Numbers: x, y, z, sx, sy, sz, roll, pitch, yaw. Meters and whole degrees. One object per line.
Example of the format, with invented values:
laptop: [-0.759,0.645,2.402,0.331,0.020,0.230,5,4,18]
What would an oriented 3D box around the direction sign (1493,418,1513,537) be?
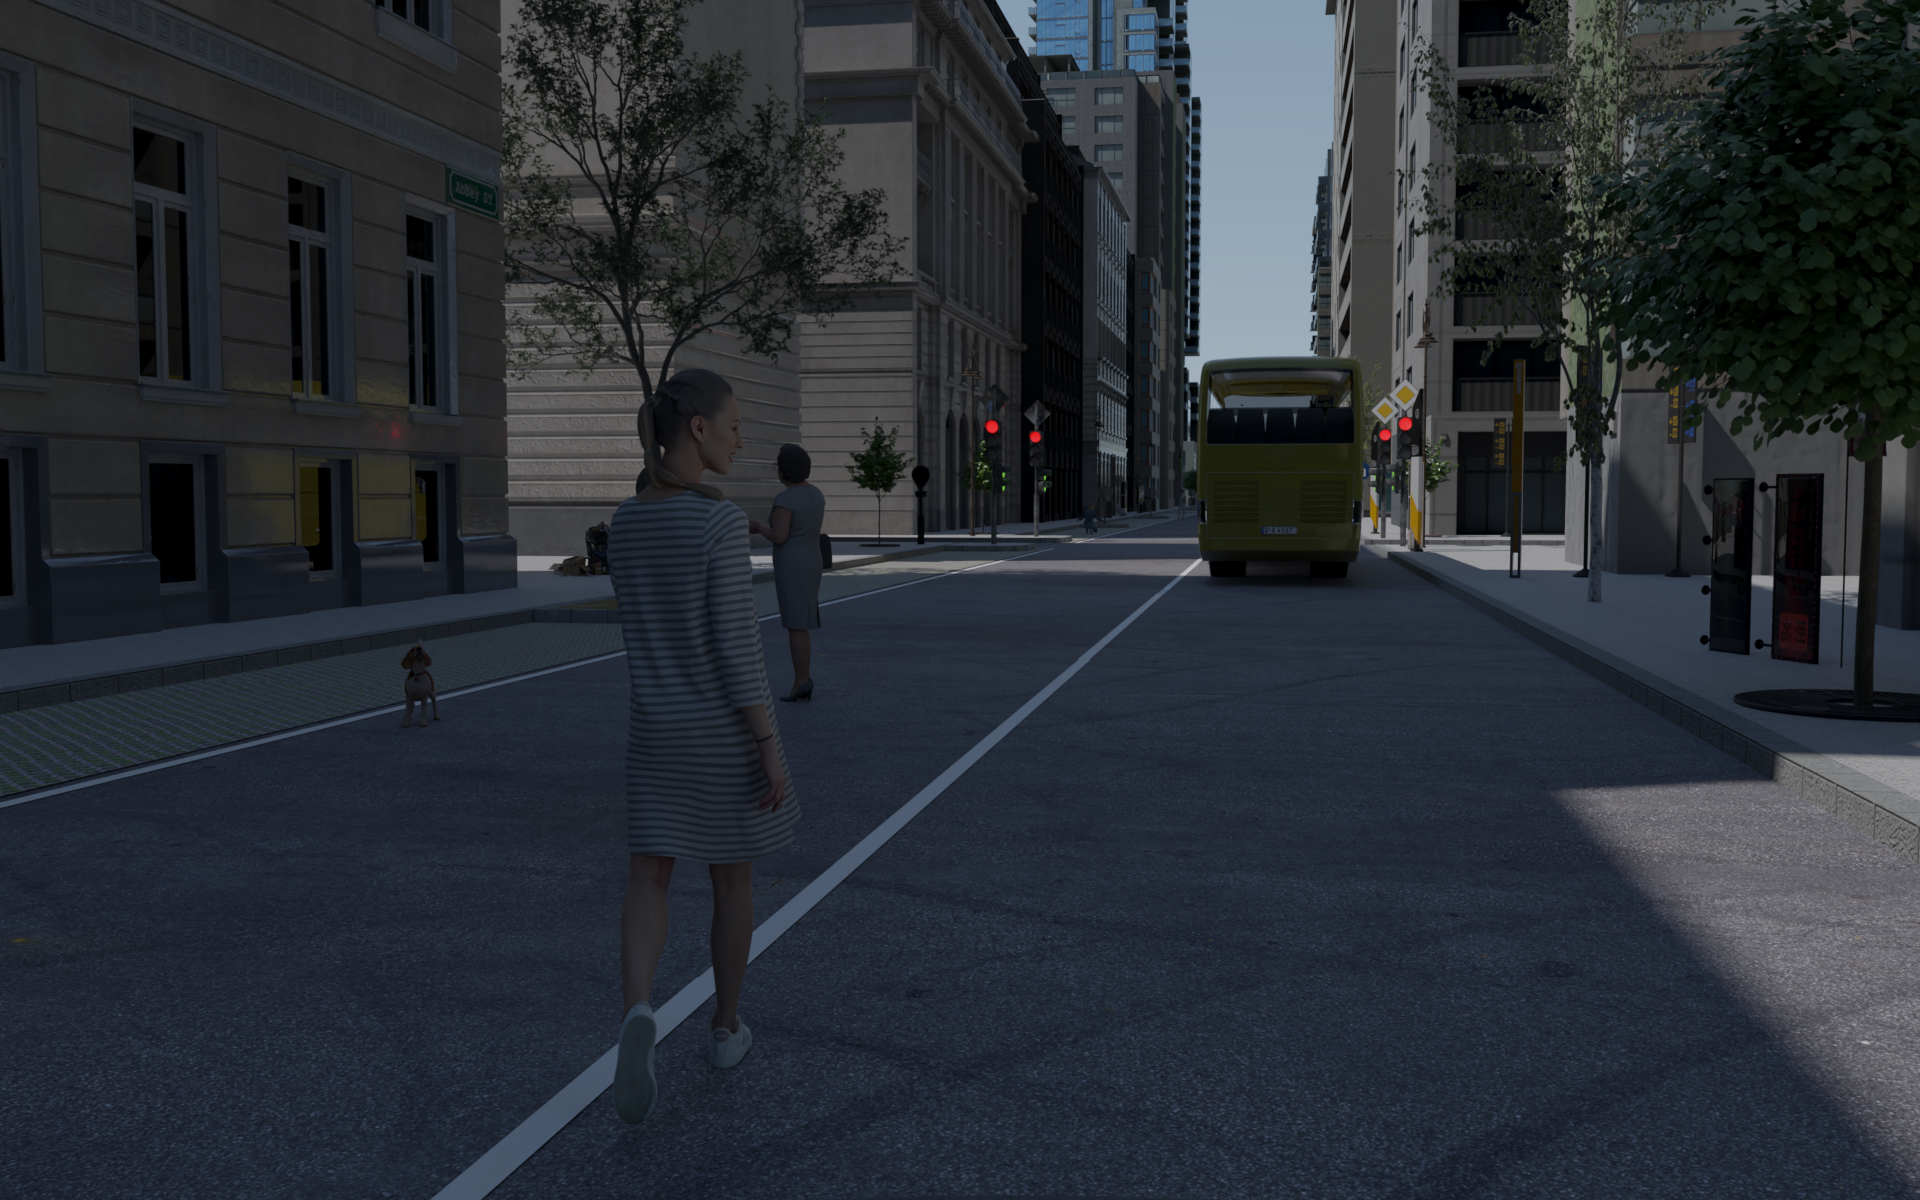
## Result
direction sign: [16.384,-3.658,51.802,0.876,3.537,0.379,0,4,0]

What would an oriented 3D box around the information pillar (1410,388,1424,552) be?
information pillar: [10.187,-2.890,38.612,0.183,3.616,0.504,0,4,-5]

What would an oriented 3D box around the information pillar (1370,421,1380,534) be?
information pillar: [13.382,-3.944,55.847,0.183,3.616,0.504,-1,4,-10]

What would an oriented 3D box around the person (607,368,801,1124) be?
person: [-0.635,0.312,4.156,0.466,1.731,0.760,0,4,2]

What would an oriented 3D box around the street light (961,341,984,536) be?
street light: [0.383,-4.879,52.562,0.468,5.910,1.993,1,4,10]

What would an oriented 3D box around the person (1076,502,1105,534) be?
person: [4.596,-2.933,61.955,1.012,1.151,0.738,2,4,24]

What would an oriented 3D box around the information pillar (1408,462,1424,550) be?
information pillar: [10.464,-2.157,39.754,0.304,2.012,0.304,0,4,5]

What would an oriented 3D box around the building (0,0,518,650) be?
building: [-13.925,-13.978,14.442,13.634,28.700,20.117,1,4,10]

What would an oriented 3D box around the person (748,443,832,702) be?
person: [-1.169,-0.196,12.060,0.532,1.782,0.716,2,4,27]

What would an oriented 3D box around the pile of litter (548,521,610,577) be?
pile of litter: [-6.023,-0.839,27.679,1.176,0.858,1.719,1,4,10]

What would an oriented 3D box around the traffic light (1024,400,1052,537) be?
traffic light: [2.317,-3.856,51.961,0.839,4.253,0.868,1,4,10]

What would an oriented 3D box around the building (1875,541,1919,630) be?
building: [17.199,-34.541,2.993,20.563,71.187,20.611,1,4,10]

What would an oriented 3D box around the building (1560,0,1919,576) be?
building: [18.633,-21.302,31.887,14.154,41.232,14.086,1,4,10]

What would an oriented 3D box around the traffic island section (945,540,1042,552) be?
traffic island section: [0.843,-1.344,44.247,2.009,0.180,2.903,1,4,10]

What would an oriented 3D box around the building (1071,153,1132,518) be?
building: [4.374,-15.436,101.523,9.793,20.994,18.267,1,4,10]

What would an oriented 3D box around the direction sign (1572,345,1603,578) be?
direction sign: [9.662,-2.120,26.656,0.379,3.537,0.876,3,5,43]

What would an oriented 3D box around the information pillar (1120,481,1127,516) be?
information pillar: [9.555,-5.908,101.079,0.304,2.012,0.304,2,4,24]

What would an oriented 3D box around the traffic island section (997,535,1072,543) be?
traffic island section: [2.280,-1.824,52.103,2.009,0.180,2.903,1,4,10]

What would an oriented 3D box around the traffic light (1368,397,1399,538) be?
traffic light: [12.267,-3.746,50.165,0.839,4.253,0.868,1,4,10]

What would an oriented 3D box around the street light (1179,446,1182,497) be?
street light: [21.150,-11.830,166.205,0.468,5.910,1.993,1,4,10]

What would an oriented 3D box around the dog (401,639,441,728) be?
dog: [-3.368,0.519,10.805,0.540,0.507,0.406,3,4,37]

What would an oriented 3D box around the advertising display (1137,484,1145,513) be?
advertising display: [12.018,-6.728,115.218,0.123,1.923,0.974,2,4,32]

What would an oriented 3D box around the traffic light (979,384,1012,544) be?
traffic light: [0.881,-3.375,44.106,0.839,4.253,0.868,1,4,10]

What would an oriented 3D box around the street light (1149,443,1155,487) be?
street light: [14.191,-9.518,128.401,0.468,5.910,1.993,1,4,10]

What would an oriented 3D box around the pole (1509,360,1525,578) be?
pole: [8.495,-1.991,26.393,0.158,3.312,0.155,0,3,0]

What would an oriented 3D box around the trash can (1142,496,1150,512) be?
trash can: [13.166,-6.782,122.543,0.748,1.137,0.748,0,3,0]

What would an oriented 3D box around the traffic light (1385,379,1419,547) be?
traffic light: [10.831,-3.265,42.310,0.839,4.253,0.868,1,4,10]

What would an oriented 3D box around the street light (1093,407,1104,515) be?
street light: [7.233,-7.191,90.363,0.468,5.910,1.993,1,4,10]

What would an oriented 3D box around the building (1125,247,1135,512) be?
building: [5.175,-17.684,118.813,12.332,23.373,15.834,1,4,10]

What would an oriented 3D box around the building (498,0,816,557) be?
building: [-13.962,-12.965,40.852,19.941,23.489,11.050,1,4,10]

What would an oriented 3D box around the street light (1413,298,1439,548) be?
street light: [11.026,-4.178,41.102,0.468,5.910,1.993,1,4,10]

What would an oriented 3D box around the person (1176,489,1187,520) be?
person: [12.281,-5.265,95.594,0.522,1.701,0.512,3,5,44]

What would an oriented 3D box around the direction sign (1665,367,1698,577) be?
direction sign: [11.131,-2.125,26.735,0.379,3.537,0.876,0,4,-3]
